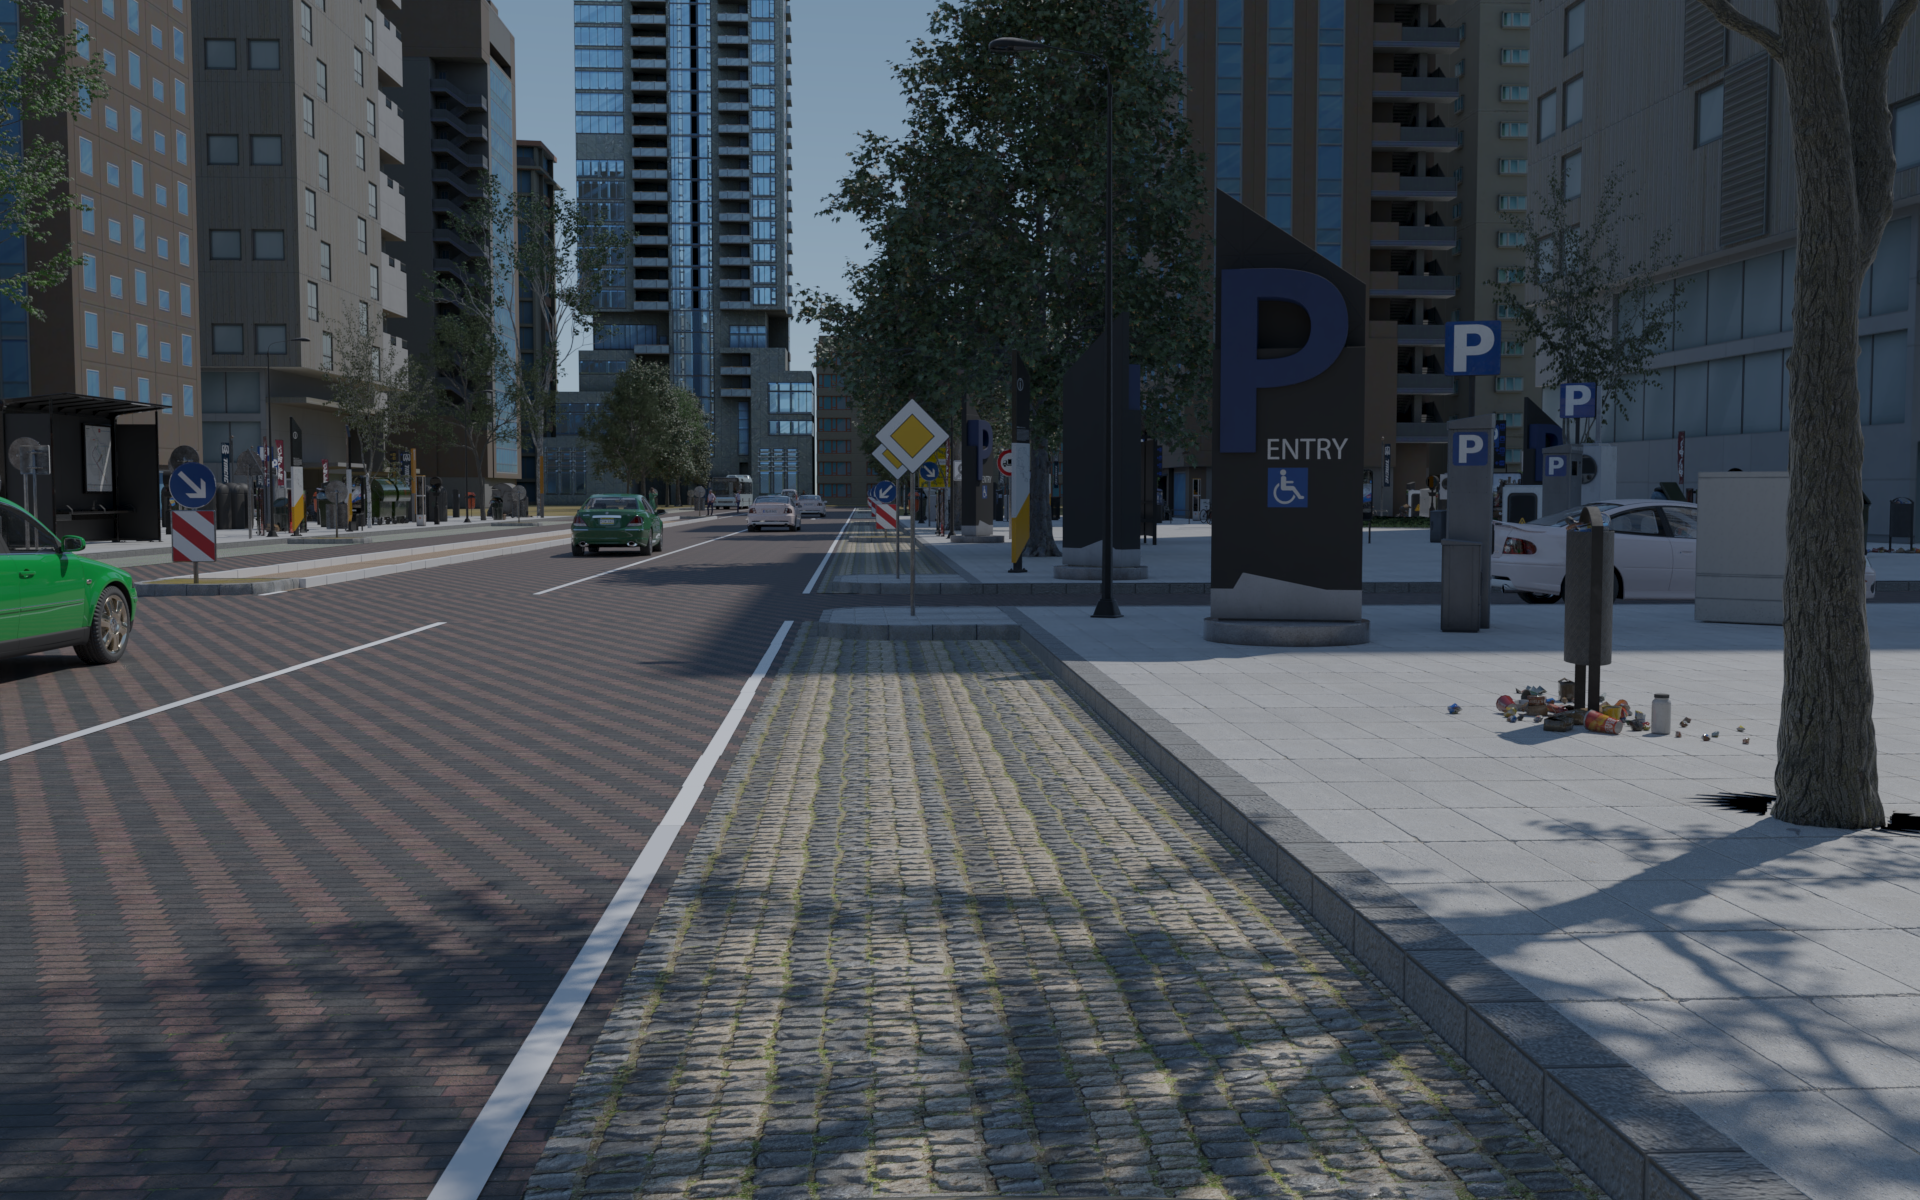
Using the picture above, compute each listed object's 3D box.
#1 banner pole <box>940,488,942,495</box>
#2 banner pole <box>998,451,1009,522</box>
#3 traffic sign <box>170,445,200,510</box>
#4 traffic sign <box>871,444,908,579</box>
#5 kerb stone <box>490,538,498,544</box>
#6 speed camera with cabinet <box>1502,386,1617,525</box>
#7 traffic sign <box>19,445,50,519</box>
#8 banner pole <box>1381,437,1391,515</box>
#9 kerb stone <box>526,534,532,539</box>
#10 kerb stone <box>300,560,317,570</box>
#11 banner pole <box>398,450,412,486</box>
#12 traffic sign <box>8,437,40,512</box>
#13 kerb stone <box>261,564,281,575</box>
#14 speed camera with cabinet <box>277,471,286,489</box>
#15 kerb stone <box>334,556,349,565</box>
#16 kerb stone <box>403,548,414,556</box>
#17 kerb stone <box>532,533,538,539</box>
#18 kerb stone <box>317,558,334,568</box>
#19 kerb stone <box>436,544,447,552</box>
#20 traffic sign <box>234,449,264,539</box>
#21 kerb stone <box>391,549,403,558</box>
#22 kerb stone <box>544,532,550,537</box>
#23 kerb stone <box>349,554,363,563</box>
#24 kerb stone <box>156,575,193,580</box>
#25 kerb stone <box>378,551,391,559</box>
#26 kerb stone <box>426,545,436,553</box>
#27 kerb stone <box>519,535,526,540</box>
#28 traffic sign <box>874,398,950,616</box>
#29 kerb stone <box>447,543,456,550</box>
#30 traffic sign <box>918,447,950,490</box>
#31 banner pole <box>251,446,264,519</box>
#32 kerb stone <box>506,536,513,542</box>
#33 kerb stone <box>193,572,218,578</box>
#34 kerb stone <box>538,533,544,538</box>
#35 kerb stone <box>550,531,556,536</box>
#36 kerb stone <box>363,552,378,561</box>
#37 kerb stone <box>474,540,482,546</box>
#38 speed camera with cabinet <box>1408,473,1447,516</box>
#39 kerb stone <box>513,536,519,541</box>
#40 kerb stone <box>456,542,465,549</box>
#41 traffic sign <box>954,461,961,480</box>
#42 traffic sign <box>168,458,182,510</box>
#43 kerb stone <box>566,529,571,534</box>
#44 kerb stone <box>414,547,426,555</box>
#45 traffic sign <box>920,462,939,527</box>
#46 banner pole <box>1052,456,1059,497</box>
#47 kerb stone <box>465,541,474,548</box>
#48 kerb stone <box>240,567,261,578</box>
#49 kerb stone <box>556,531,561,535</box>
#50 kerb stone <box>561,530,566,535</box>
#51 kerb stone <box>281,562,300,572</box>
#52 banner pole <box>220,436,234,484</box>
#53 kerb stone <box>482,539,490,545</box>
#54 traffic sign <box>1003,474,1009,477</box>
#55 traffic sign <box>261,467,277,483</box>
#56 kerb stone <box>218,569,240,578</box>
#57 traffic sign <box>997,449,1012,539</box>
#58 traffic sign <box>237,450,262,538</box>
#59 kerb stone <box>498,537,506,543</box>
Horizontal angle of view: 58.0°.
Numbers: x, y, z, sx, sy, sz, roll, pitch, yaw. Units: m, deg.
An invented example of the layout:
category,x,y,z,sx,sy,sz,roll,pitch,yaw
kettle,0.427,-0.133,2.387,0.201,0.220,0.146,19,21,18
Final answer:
category,x,y,z,sx,sy,sz,roll,pitch,yaw
banner pole,-0.779,-5.737,83.822,0.401,3.779,0.863,-3,4,-38
banner pole,2.041,-5.505,80.028,0.401,3.779,0.863,3,5,43
traffic sign,-20.215,-2.757,45.180,0.768,2.556,0.104,0,4,0
traffic sign,-0.943,-1.378,26.167,0.795,2.450,0.064,0,4,-3
kerb stone,-13.364,-1.649,49.208,0.120,0.150,1.000,0,4,-3
speed camera with cabinet,11.101,-2.312,32.139,0.660,3.252,2.038,-3,4,-38
traffic sign,-19.356,-2.087,36.257,0.606,2.300,0.079,0,4,-2
banner pole,18.617,-5.251,75.871,0.401,3.779,0.863,-1,4,-20
kerb stone,-13.648,-1.964,54.311,0.120,0.150,1.000,0,4,-3
kerb stone,-12.449,-0.650,32.817,0.120,0.150,1.000,0,4,-3
banner pole,-28.775,-6.095,89.674,0.863,3.779,0.401,0,4,2
traffic sign,-20.935,-2.368,38.821,0.768,2.556,0.104,0,4,-2
kerb stone,-12.344,-0.518,30.768,0.120,0.150,1.000,0,4,-3
speed camera with cabinet,-26.924,-4.566,68.990,0.660,3.252,2.038,0,4,6
kerb stone,-12.562,-0.775,34.864,0.120,0.150,1.000,0,4,-3
kerb stone,-12.854,-1.088,39.989,0.120,0.150,1.000,0,4,-3
kerb stone,-13.704,-2.027,55.333,0.120,0.150,1.000,0,4,-3
kerb stone,-12.505,-0.711,33.837,0.120,0.150,1.000,0,4,-3
kerb stone,-13.013,-1.277,43.075,0.120,0.150,1.000,0,4,-3
traffic sign,-20.329,-3.028,49.508,0.884,2.594,0.081,0,4,4
kerb stone,-12.794,-1.026,38.968,0.120,0.150,1.000,0,4,-3
kerb stone,-13.818,-2.151,57.382,0.120,0.150,1.000,0,4,-3
kerb stone,-12.624,-0.838,35.899,0.120,0.150,1.000,0,4,-3
kerb stone,-12.111,-0.273,26.675,0.120,0.150,1.000,0,4,-3
kerb stone,-12.732,-0.963,37.948,0.120,0.150,1.000,0,4,-3
kerb stone,-12.965,-1.213,42.041,0.120,0.150,1.000,0,4,-3
kerb stone,-13.587,-1.895,53.291,0.120,0.150,1.000,0,4,-3
traffic sign,-0.500,-0.890,18.194,0.795,2.450,0.064,0,4,-3
kerb stone,-13.081,-1.339,44.095,0.120,0.150,1.000,0,4,-3
traffic sign,-0.652,-4.913,74.199,2.265,3.308,0.079,0,4,1
banner pole,-36.693,-6.143,90.454,0.863,3.779,0.401,-1,4,-12
kerb stone,-13.473,-1.776,51.250,0.120,0.150,1.000,0,4,-3
kerb stone,-12.164,-0.336,27.706,0.120,0.150,1.000,0,4,-3
kerb stone,-13.760,-2.088,56.361,0.120,0.150,1.000,0,4,-3
kerb stone,-13.872,-2.209,58.403,0.120,0.150,1.000,0,4,-3
kerb stone,-12.669,-0.901,36.920,0.120,0.150,1.000,0,4,-3
kerb stone,-13.255,-1.527,47.164,0.120,0.150,1.000,0,4,-3
speed camera with cabinet,20.932,-5.034,76.637,2.038,3.252,0.660,2,4,26
kerb stone,-13.538,-1.836,52.270,0.120,0.150,1.000,0,4,-3
kerb stone,-13.136,-1.402,45.120,0.120,0.150,1.000,0,4,-3
traffic sign,0.108,-3.108,52.943,0.606,2.300,0.079,0,4,-2
traffic sign,-23.793,-3.225,52.828,0.768,2.556,0.104,0,4,6
kerb stone,-14.043,-2.399,61.480,0.120,0.150,1.000,0,4,-3
kerb stone,-12.901,-1.150,41.016,0.120,0.150,1.000,0,4,-3
traffic sign,-1.202,-4.156,68.057,0.768,2.556,0.104,0,4,2
banner pole,4.940,-6.135,90.329,0.401,3.779,0.863,2,4,33
kerb stone,-13.195,-1.465,46.140,0.120,0.150,1.000,0,4,-3
kerb stone,-12.279,-0.462,29.747,0.120,0.150,1.000,0,4,-3
kerb stone,-13.929,-2.278,59.437,0.120,0.150,1.000,0,4,-3
kerb stone,-13.984,-2.340,60.458,0.120,0.150,1.000,0,4,-3
kerb stone,-12.393,-0.587,31.794,0.120,0.150,1.000,0,4,-3
banner pole,-31.260,-5.140,74.062,0.401,3.779,0.863,1,4,22
kerb stone,-13.310,-1.587,48.184,0.120,0.150,1.000,0,4,-3
traffic sign,1.537,-3.172,51.965,0.768,2.556,0.104,0,4,2
traffic sign,-26.389,-3.917,66.169,0.606,2.300,0.079,0,4,6
kerb stone,-12.228,-0.393,28.727,0.120,0.150,1.000,0,4,-3
traffic sign,1.431,-2.999,49.139,0.768,2.556,0.104,0,3,0
traffic sign,-20.663,-3.074,50.373,0.768,2.556,0.104,0,4,5
kerb stone,-13.418,-1.715,50.229,0.120,0.150,1.000,0,4,-3
